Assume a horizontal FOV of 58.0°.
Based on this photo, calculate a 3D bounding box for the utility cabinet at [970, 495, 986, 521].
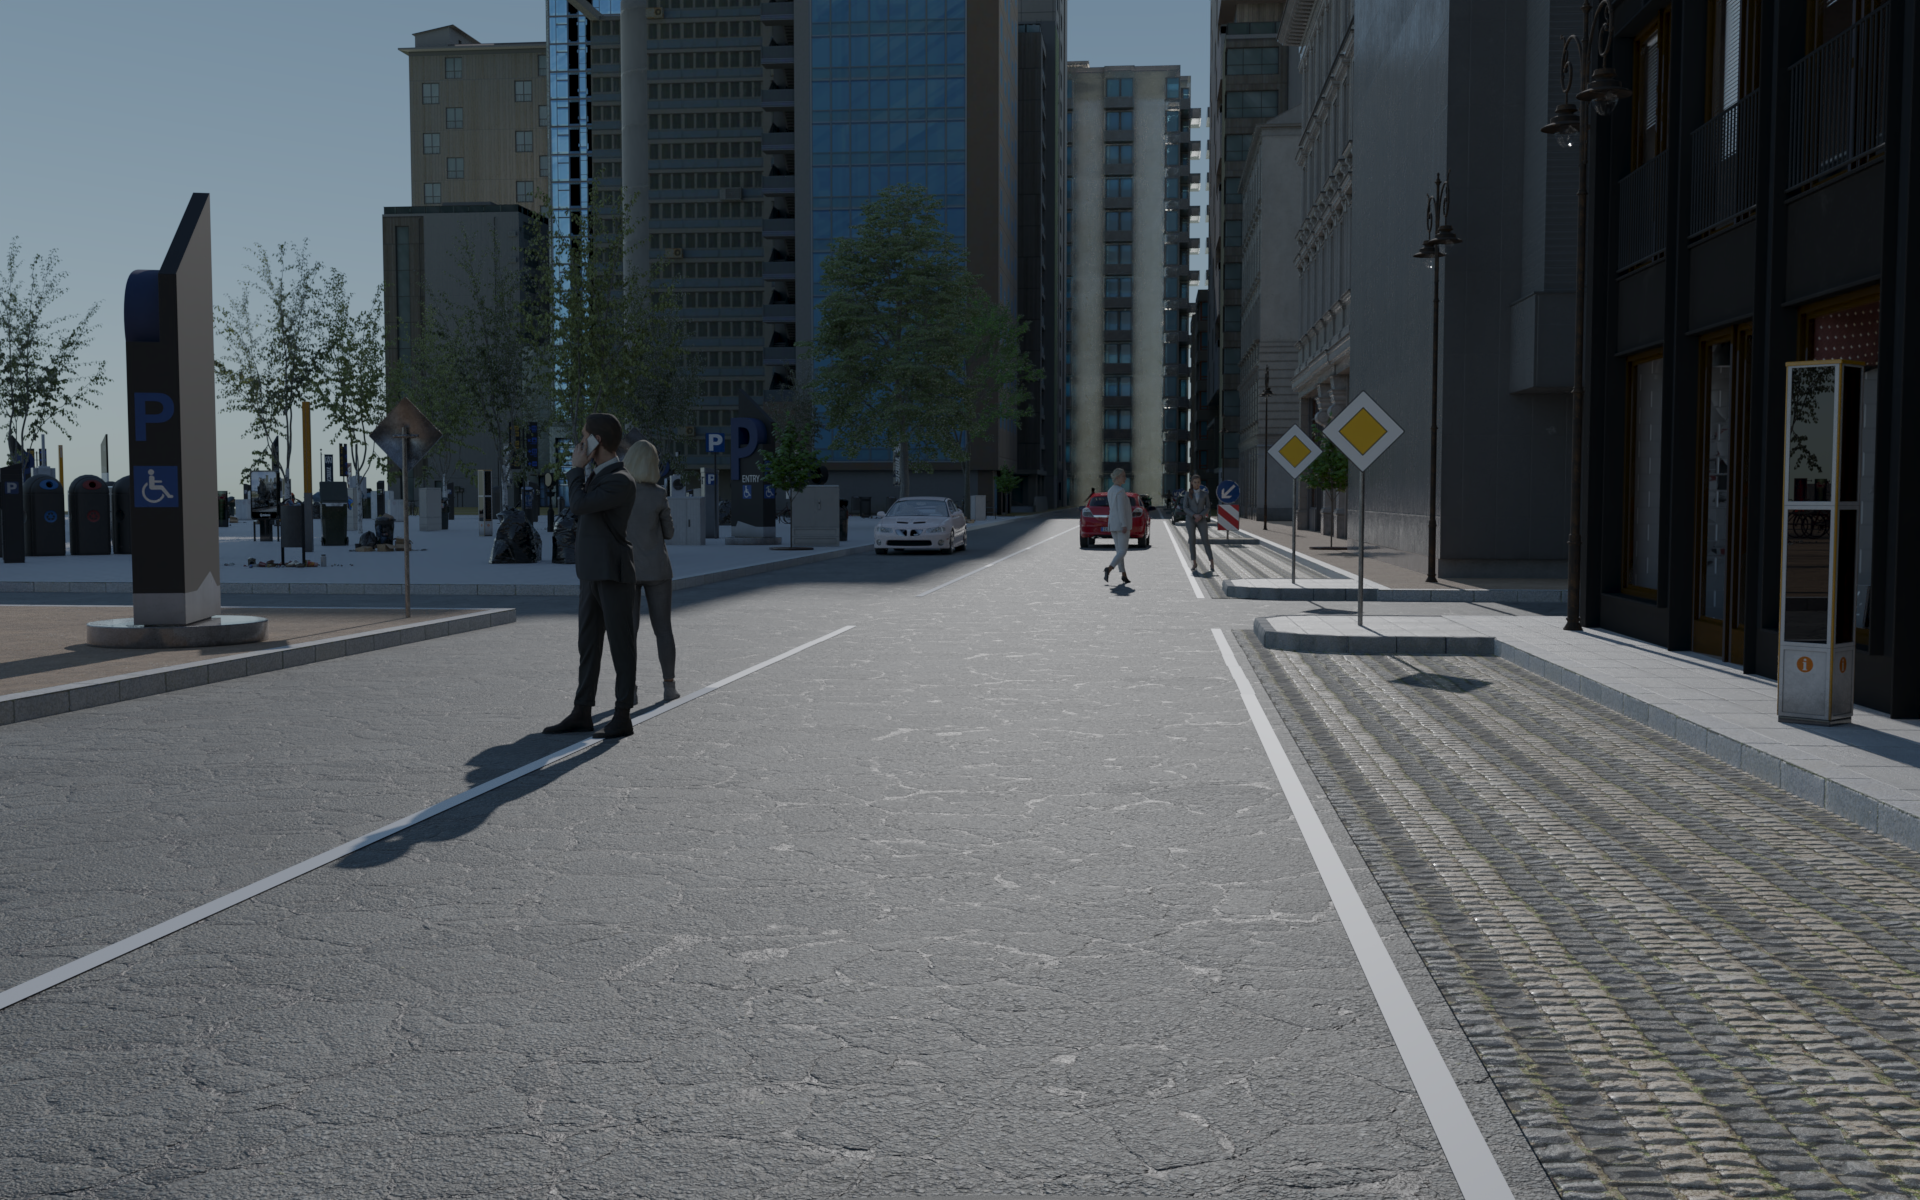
[{"bbox_3d":[0.872,-4.435,83.680,0.306,1.237,1.020,2,4,30],"label":"utility cabinet"}]

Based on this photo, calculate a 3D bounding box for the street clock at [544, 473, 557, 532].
[{"bbox_3d":[-13.790,-3.289,58.347,0.471,2.002,0.358,3,5,42],"label":"street clock"}]

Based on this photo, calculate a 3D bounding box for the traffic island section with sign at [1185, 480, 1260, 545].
[{"bbox_3d":[7.567,-2.518,49.794,1.989,1.847,2.006,0,4,6],"label":"traffic island section with sign"}]

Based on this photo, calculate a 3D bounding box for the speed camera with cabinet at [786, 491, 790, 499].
[{"bbox_3d":[-7.337,-5.456,83.548,2.038,3.252,0.660,-1,4,-19],"label":"speed camera with cabinet"}]

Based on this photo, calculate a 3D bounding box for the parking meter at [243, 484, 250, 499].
[{"bbox_3d":[-39.447,-5.517,95.920,0.399,1.863,0.255,1,4,19],"label":"parking meter"}]

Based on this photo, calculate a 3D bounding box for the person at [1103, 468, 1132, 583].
[{"bbox_3d":[2.498,-1.179,27.661,0.818,1.842,0.514,-3,5,-43],"label":"person"}]

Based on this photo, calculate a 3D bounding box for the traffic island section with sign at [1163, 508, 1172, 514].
[{"bbox_3d":[15.985,-7.179,125.997,1.989,1.847,2.006,0,4,6],"label":"traffic island section with sign"}]

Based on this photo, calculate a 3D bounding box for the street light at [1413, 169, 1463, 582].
[{"bbox_3d":[6.877,-3.198,25.079,0.468,5.910,1.993,0,4,6],"label":"street light"}]

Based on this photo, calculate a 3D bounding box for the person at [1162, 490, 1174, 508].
[{"bbox_3d":[20.718,-9.982,171.723,1.348,1.823,0.705,1,4,20],"label":"person"}]

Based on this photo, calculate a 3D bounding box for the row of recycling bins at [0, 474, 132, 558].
[{"bbox_3d":[-18.676,-1.778,36.178,1.069,1.692,3.534,3,5,44],"label":"row of recycling bins"}]

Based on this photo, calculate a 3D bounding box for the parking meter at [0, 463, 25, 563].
[{"bbox_3d":[-17.640,-1.620,32.197,0.399,1.863,0.255,-2,4,-32],"label":"parking meter"}]

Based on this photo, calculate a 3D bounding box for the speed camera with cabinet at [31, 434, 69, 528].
[{"bbox_3d":[-29.790,-3.879,57.765,2.038,3.252,0.660,-2,4,-34],"label":"speed camera with cabinet"}]

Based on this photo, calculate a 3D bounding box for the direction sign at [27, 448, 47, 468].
[{"bbox_3d":[-45.776,-5.747,85.958,0.876,3.537,0.379,-2,4,-26],"label":"direction sign"}]

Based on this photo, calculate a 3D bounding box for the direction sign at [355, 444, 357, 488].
[{"bbox_3d":[-27.335,-5.288,78.463,0.379,3.537,0.876,-1,4,-22],"label":"direction sign"}]

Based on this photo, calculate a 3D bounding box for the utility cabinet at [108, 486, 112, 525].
[{"bbox_3d":[-23.755,-2.471,49.072,1.173,1.500,0.318,0,4,-1],"label":"utility cabinet"}]

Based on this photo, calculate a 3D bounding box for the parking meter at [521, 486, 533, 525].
[{"bbox_3d":[-14.019,-2.917,56.112,0.372,1.533,0.369,0,3,0],"label":"parking meter"}]

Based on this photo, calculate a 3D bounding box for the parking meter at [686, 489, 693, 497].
[{"bbox_3d":[-14.314,-5.092,91.657,0.372,1.533,0.369,0,3,0],"label":"parking meter"}]

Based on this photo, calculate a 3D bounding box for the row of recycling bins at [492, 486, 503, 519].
[{"bbox_3d":[-24.079,-5.013,89.070,1.069,1.692,3.534,-2,4,-24],"label":"row of recycling bins"}]

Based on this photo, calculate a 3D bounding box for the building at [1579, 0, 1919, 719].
[{"bbox_3d":[11.264,-10.882,7.597,12.332,23.373,15.834,0,4,6],"label":"building"}]

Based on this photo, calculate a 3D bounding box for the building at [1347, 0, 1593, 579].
[{"bbox_3d":[22.697,-12.862,29.356,30.058,24.678,14.314,0,4,6],"label":"building"}]

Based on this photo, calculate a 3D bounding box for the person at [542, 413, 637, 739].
[{"bbox_3d":[-2.153,-0.143,10.197,0.474,1.900,0.648,-2,4,-32],"label":"person"}]

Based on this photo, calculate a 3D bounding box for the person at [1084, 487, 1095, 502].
[{"bbox_3d":[8.053,-5.919,105.246,0.705,1.831,1.348,3,5,45],"label":"person"}]

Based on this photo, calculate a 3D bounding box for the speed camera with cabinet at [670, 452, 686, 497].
[{"bbox_3d":[-13.956,-5.325,81.407,2.038,3.252,0.660,-1,4,-17],"label":"speed camera with cabinet"}]

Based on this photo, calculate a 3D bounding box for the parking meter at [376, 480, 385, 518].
[{"bbox_3d":[-24.621,-4.154,73.636,0.255,1.863,0.399,0,4,-3],"label":"parking meter"}]

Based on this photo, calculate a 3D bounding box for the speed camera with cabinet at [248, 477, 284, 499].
[{"bbox_3d":[-37.766,-6.118,94.372,0.660,3.252,2.038,2,4,30],"label":"speed camera with cabinet"}]

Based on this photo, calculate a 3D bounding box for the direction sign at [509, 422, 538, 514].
[{"bbox_3d":[-13.693,-3.816,54.396,0.876,3.537,0.379,0,4,-8],"label":"direction sign"}]

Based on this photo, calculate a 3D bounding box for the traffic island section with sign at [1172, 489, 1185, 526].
[{"bbox_3d":[10.582,-4.183,77.018,1.989,1.847,2.006,0,4,6],"label":"traffic island section with sign"}]

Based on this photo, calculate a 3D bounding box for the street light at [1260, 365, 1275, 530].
[{"bbox_3d":[10.943,-5.451,61.911,0.468,5.910,1.993,0,4,6],"label":"street light"}]

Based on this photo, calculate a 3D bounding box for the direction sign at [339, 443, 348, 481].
[{"bbox_3d":[-27.530,-5.223,77.388,0.379,3.537,0.876,0,4,2],"label":"direction sign"}]

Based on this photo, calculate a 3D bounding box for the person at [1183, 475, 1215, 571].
[{"bbox_3d":[4.467,-1.443,32.363,0.520,1.790,0.573,-1,4,-13],"label":"person"}]

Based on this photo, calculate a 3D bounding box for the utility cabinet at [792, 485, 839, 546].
[{"bbox_3d":[-3.539,-2.054,42.266,1.173,1.500,0.318,0,4,-7],"label":"utility cabinet"}]

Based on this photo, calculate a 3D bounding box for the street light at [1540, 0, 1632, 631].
[{"bbox_3d":[5.781,-2.652,16.156,0.468,5.910,1.993,0,4,6],"label":"street light"}]

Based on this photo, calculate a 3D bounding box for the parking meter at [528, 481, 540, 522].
[{"bbox_3d":[-19.562,-4.510,79.445,0.399,1.863,0.255,1,4,9],"label":"parking meter"}]

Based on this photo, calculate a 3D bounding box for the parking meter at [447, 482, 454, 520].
[{"bbox_3d":[-25.344,-4.910,85.988,0.399,1.863,0.255,0,4,-5],"label":"parking meter"}]

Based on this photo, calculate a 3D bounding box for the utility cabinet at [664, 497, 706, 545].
[{"bbox_3d":[-6.920,-1.978,43.500,1.020,1.237,0.306,1,4,16],"label":"utility cabinet"}]

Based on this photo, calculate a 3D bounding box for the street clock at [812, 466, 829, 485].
[{"bbox_3d":[-3.554,-2.402,43.839,0.358,2.002,0.471,-3,5,-42],"label":"street clock"}]

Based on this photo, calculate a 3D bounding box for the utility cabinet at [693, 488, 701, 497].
[{"bbox_3d":[-9.923,-3.554,66.788,0.318,1.500,1.173,1,4,14],"label":"utility cabinet"}]

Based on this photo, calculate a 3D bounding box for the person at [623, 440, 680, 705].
[{"bbox_3d":[-2.235,-0.202,11.984,0.537,1.800,0.526,0,4,4],"label":"person"}]

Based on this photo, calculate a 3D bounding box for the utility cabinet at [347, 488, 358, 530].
[{"bbox_3d":[-21.529,-3.191,60.853,1.173,1.500,0.318,3,4,36],"label":"utility cabinet"}]

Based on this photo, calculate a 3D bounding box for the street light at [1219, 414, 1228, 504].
[{"bbox_3d":[14.986,-7.693,98.567,0.468,5.910,1.993,0,4,6],"label":"street light"}]

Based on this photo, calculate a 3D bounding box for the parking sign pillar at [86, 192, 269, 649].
[{"bbox_3d":[-6.784,-1.619,14.936,1.447,3.967,1.447,-1,4,-11],"label":"parking sign pillar"}]

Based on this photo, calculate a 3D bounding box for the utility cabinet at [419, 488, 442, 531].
[{"bbox_3d":[-18.366,-3.140,60.016,0.318,1.500,1.173,0,4,7],"label":"utility cabinet"}]

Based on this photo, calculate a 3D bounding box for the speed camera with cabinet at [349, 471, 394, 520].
[{"bbox_3d":[-29.498,-5.659,86.853,2.038,3.252,0.660,0,4,2],"label":"speed camera with cabinet"}]
